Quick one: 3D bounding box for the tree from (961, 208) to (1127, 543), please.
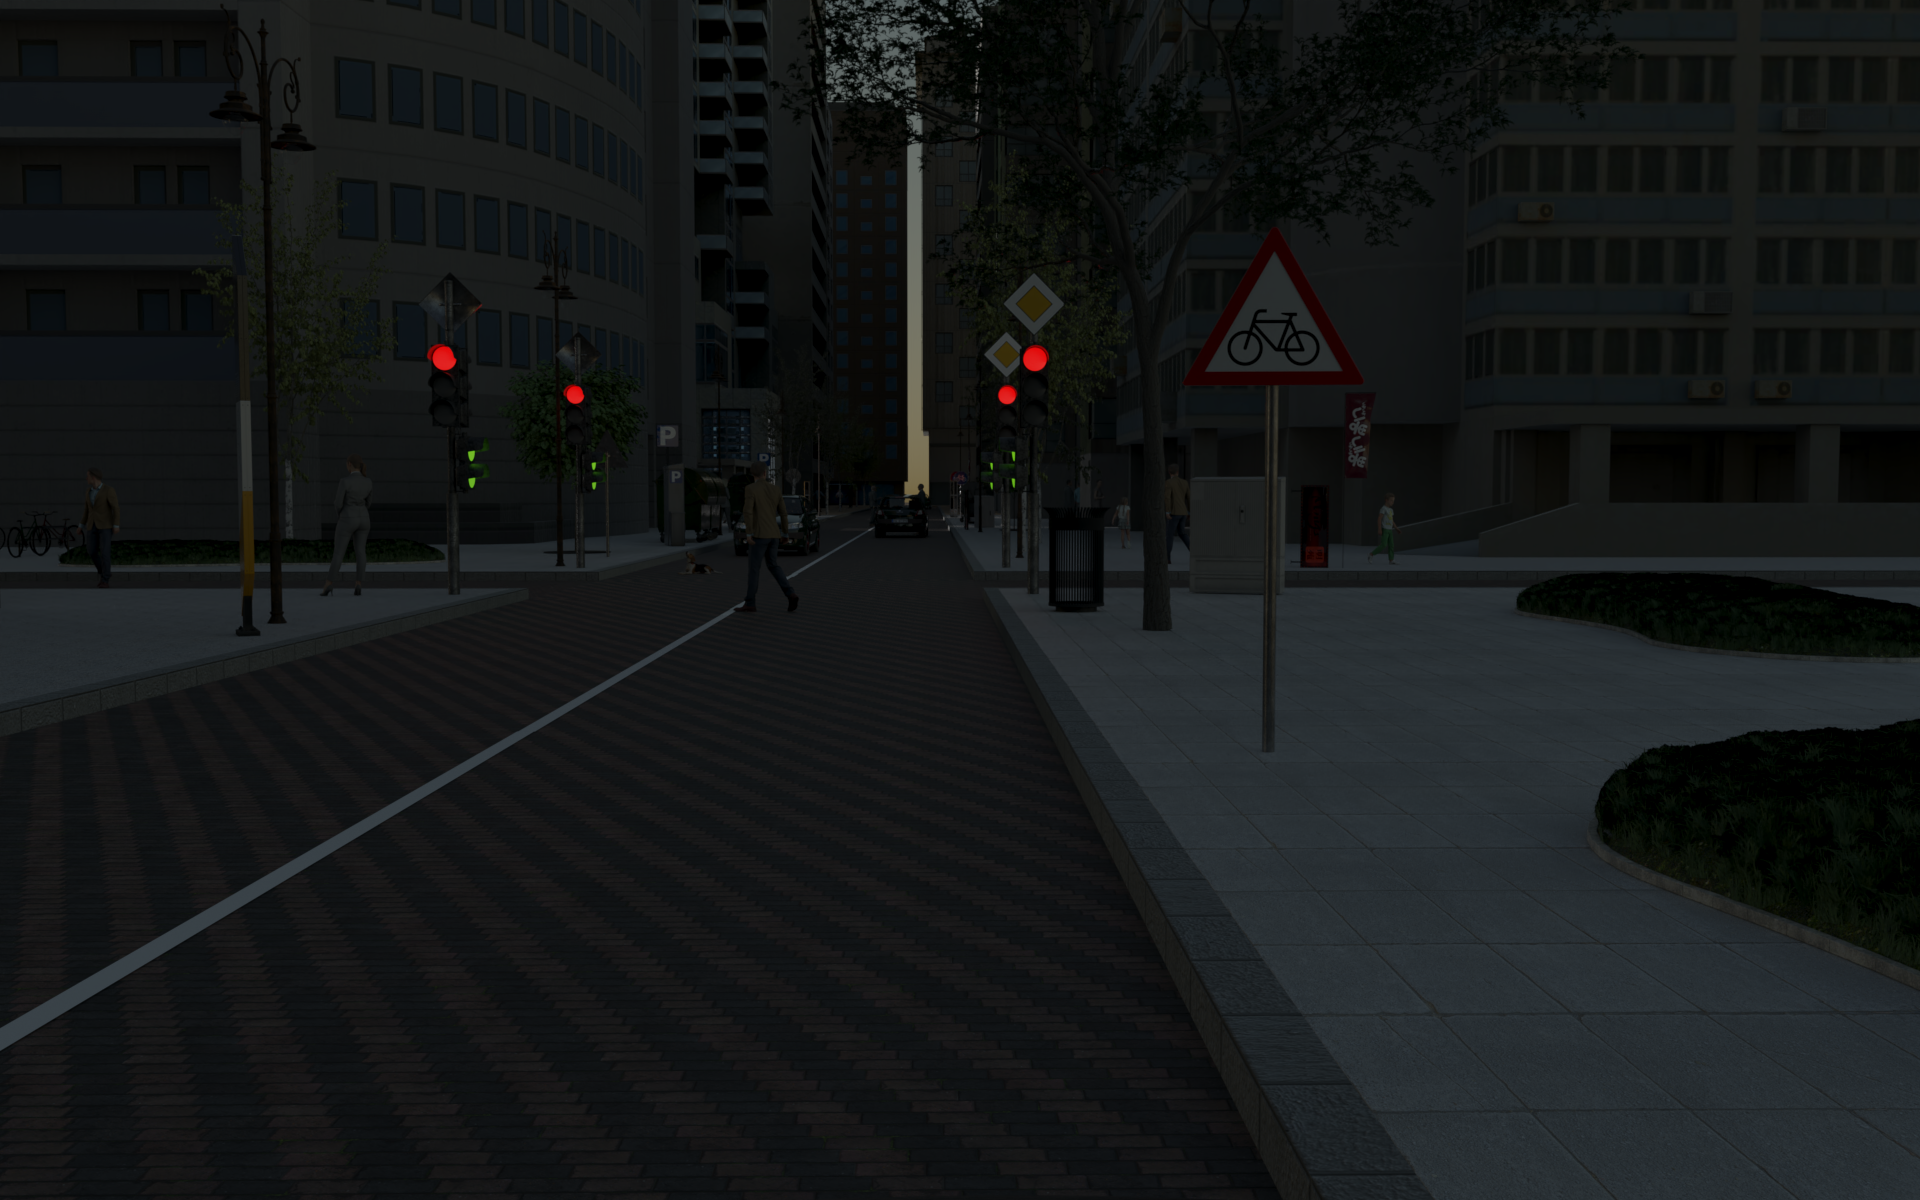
[{"bbox_3d":[2.082,-5.767,44.645,4.360,8.622,3.978,0,3,0],"label":"tree"}]

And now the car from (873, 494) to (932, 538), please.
[{"bbox_3d":[-1.946,-2.967,58.291,2.009,1.686,4.222,0,4,0],"label":"car"}]

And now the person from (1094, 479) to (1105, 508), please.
[{"bbox_3d":[4.632,-3.129,57.548,0.374,1.781,0.599,1,4,21],"label":"person"}]

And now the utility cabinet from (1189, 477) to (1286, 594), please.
[{"bbox_3d":[3.556,-0.829,22.228,1.173,1.500,0.318,1,4,22],"label":"utility cabinet"}]

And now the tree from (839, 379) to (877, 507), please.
[{"bbox_3d":[-8.149,-9.689,108.778,4.360,8.622,3.978,0,3,0],"label":"tree"}]

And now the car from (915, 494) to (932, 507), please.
[{"bbox_3d":[-3.646,-9.246,162.970,2.131,1.459,4.920,0,4,-2],"label":"car"}]

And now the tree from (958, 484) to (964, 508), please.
[{"bbox_3d":[0.183,-10.298,162.971,1.663,3.219,1.824,0,3,0],"label":"tree"}]

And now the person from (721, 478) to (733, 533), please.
[{"bbox_3d":[-7.825,-3.135,57.488,0.537,1.800,0.526,3,4,38],"label":"person"}]

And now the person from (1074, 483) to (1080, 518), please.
[{"bbox_3d":[5.801,-4.835,84.962,0.748,1.841,0.638,-2,4,-29],"label":"person"}]

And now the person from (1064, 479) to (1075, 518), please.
[{"bbox_3d":[3.966,-3.445,62.464,0.767,1.812,0.694,0,4,-5],"label":"person"}]

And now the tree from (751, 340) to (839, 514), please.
[{"bbox_3d":[-8.029,-8.120,83.116,4.360,8.622,3.978,0,3,0],"label":"tree"}]

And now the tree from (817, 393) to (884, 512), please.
[{"bbox_3d":[-8.568,-10.779,126.598,4.737,8.622,4.395,0,3,0],"label":"tree"}]

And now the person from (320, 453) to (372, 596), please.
[{"bbox_3d":[-7.743,-0.950,21.852,0.573,1.790,0.520,1,4,21],"label":"person"}]

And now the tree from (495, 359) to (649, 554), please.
[{"bbox_3d":[-8.402,-3.294,37.576,4.285,4.588,4.351,0,3,0],"label":"tree"}]

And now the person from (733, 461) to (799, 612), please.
[{"bbox_3d":[-2.347,-0.777,21.107,0.836,1.842,0.656,1,4,14],"label":"person"}]

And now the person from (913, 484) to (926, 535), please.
[{"bbox_3d":[-1.462,-3.220,61.319,0.590,1.801,0.661,0,4,2],"label":"person"}]

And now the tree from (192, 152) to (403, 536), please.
[{"bbox_3d":[-14.748,-5.391,38.498,4.737,8.622,4.395,0,3,0],"label":"tree"}]

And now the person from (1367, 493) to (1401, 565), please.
[{"bbox_3d":[7.735,-1.301,31.566,0.590,1.304,0.306,2,4,24],"label":"person"}]

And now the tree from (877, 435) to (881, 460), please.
[{"bbox_3d":[-9.903,-13.426,169.880,4.360,8.622,3.978,0,3,0],"label":"tree"}]

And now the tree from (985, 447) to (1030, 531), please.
[{"bbox_3d":[1.986,-4.025,60.412,1.663,3.219,1.824,0,3,0],"label":"tree"}]

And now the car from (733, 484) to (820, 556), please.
[{"bbox_3d":[-4.367,-1.945,41.582,2.009,1.686,4.222,0,4,1],"label":"car"}]

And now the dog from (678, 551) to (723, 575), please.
[{"bbox_3d":[-4.655,-0.664,31.046,0.748,0.427,0.550,0,4,5],"label":"dog"}]

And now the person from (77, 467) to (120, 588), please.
[{"bbox_3d":[-13.175,-1.106,26.495,0.656,1.842,0.836,-1,4,-16],"label":"person"}]

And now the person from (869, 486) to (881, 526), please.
[{"bbox_3d":[-3.800,-4.203,77.389,0.590,1.801,0.661,-2,4,-25],"label":"person"}]

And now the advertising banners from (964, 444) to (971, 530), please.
[{"bbox_3d":[0.255,-4.023,61.963,0.090,3.025,2.074,0,4,-4],"label":"advertising banners"}]

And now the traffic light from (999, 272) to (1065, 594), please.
[{"bbox_3d":[0.921,-2.031,22.127,0.839,4.253,0.868,0,4,-1],"label":"traffic light"}]

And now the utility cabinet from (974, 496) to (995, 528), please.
[{"bbox_3d":[0.941,-3.372,66.296,0.306,1.237,1.020,2,4,34],"label":"utility cabinet"}]

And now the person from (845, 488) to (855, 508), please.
[{"bbox_3d":[-9.971,-9.284,157.466,1.348,1.869,0.705,3,5,44],"label":"person"}]

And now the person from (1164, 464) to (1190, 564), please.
[{"bbox_3d":[4.012,-1.577,31.744,0.836,1.842,0.656,1,4,22],"label":"person"}]

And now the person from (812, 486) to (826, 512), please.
[{"bbox_3d":[-9.984,-7.131,122.612,1.348,1.826,0.705,3,4,37],"label":"person"}]

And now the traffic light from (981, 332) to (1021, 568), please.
[{"bbox_3d":[0.787,-2.519,30.111,0.839,4.253,0.868,0,4,-1],"label":"traffic light"}]

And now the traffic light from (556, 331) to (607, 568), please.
[{"bbox_3d":[-6.573,-2.511,29.972,0.839,4.253,0.868,0,4,-1],"label":"traffic light"}]

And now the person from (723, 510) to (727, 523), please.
[{"bbox_3d":[-10.552,-4.280,76.127,0.694,1.812,0.767,-2,4,-34],"label":"person"}]

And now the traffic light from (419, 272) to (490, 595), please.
[{"bbox_3d":[-6.439,-2.022,21.988,0.839,4.253,0.868,0,4,-1],"label":"traffic light"}]

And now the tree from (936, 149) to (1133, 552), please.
[{"bbox_3d":[1.630,-5.366,38.090,4.737,8.622,4.395,0,3,0],"label":"tree"}]

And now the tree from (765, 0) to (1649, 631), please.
[{"bbox_3d":[1.988,-5.011,16.346,8.767,10.594,7.601,1,4,17],"label":"tree"}]

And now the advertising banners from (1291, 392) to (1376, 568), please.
[{"bbox_3d":[6.131,-2.070,30.033,2.074,3.025,0.090,1,4,14],"label":"advertising banners"}]

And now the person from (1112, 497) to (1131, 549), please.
[{"bbox_3d":[3.794,-1.808,40.619,0.505,1.210,0.382,1,4,21],"label":"person"}]
